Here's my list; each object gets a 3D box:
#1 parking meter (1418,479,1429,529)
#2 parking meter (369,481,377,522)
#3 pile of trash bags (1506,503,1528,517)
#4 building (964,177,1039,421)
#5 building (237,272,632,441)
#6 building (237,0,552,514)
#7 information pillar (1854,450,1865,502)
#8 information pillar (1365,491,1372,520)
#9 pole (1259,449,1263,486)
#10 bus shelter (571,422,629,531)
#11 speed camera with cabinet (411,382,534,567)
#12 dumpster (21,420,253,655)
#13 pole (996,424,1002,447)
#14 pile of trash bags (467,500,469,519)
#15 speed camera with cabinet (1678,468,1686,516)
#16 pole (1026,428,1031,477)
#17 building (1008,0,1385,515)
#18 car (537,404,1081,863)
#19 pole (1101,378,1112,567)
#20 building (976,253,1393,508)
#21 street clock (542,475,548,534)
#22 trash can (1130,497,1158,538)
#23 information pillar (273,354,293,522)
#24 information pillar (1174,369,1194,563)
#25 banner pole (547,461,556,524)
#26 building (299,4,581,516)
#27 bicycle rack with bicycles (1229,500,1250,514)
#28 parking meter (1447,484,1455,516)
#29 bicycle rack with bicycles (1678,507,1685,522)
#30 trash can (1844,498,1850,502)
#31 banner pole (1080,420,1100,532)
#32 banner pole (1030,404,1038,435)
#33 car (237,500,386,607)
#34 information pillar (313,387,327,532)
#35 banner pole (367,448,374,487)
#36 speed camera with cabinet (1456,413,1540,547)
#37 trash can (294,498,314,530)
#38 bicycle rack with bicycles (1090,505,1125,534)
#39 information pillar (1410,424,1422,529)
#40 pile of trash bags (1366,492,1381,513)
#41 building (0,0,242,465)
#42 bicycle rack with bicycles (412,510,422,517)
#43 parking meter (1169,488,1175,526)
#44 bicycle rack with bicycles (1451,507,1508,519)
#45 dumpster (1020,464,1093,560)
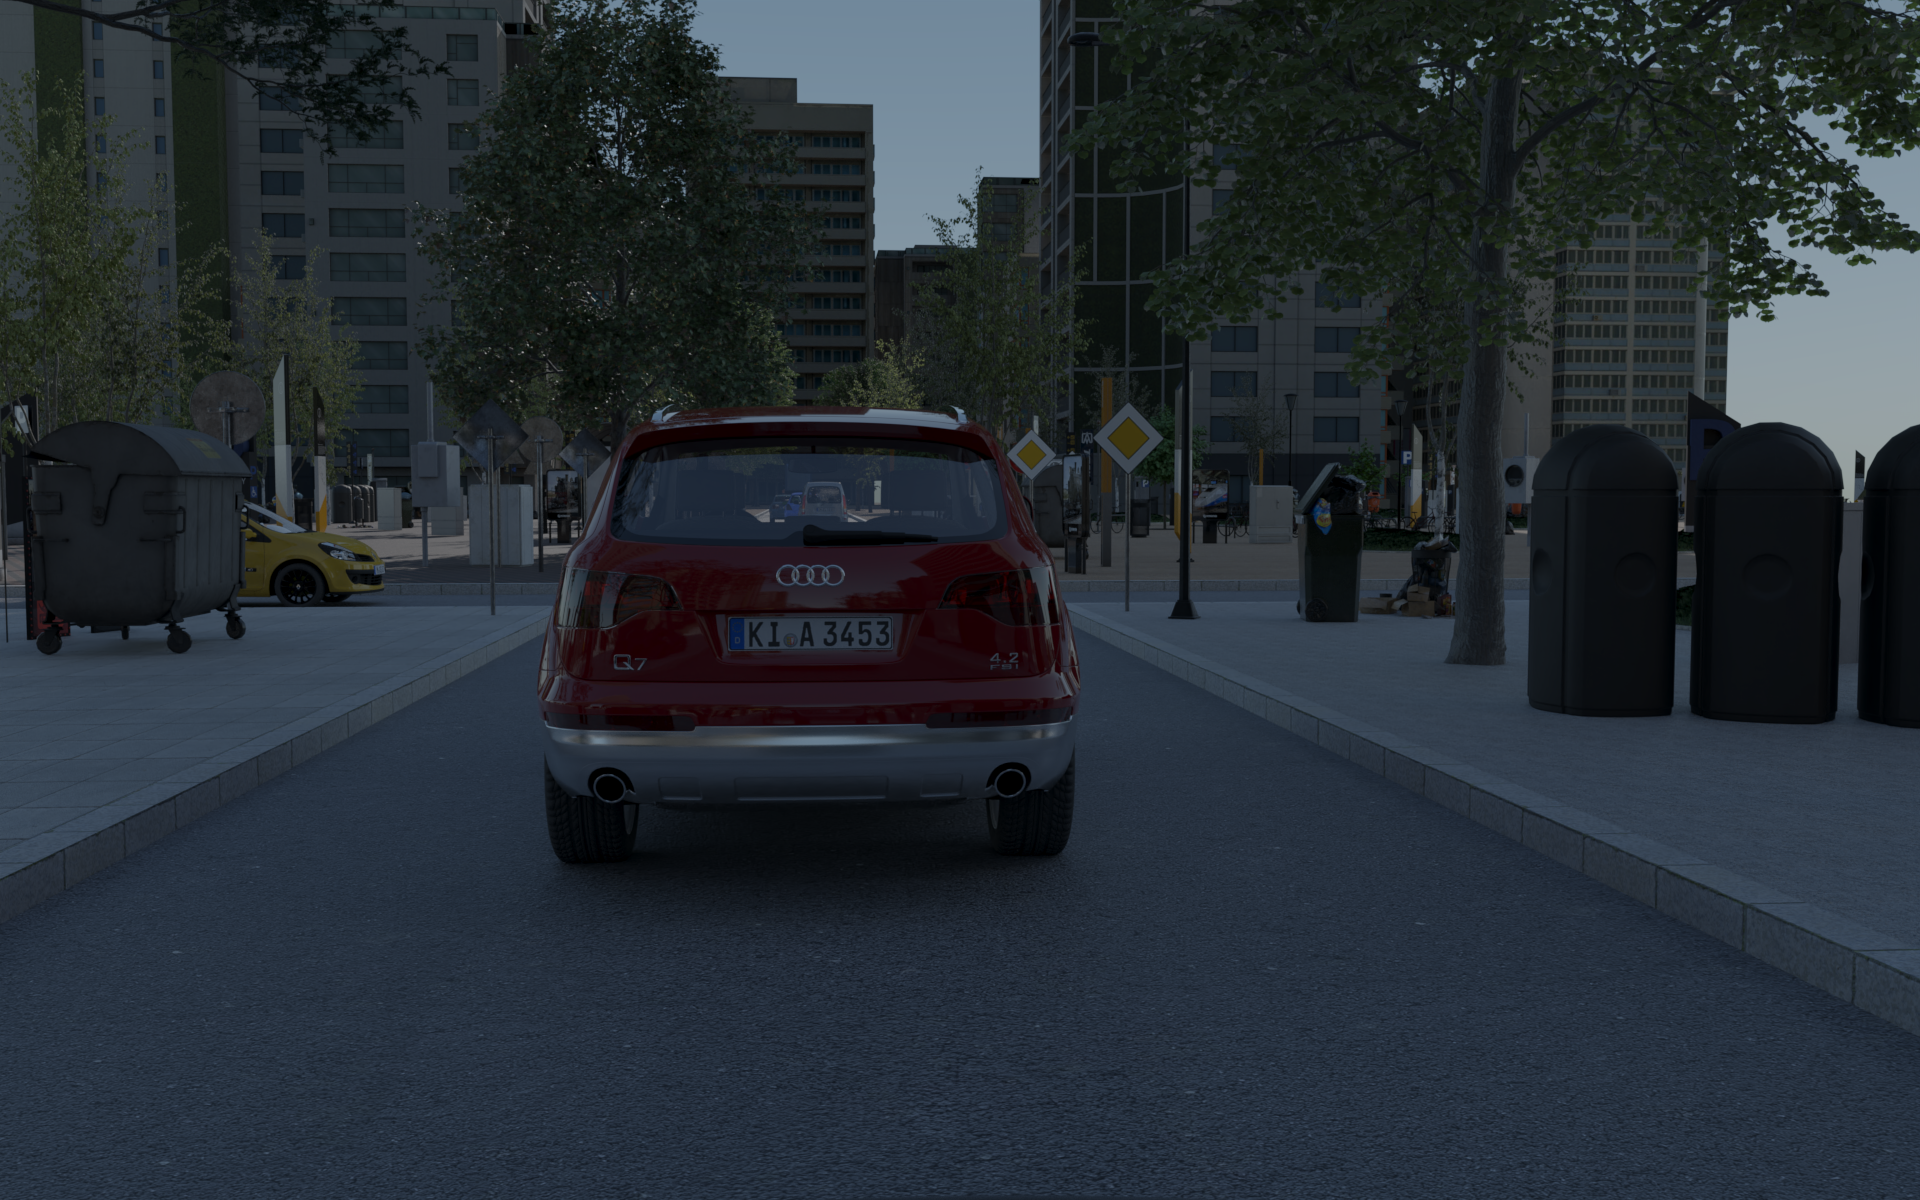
[{"bbox_3d":[17.178,-3.586,64.345,0.399,1.863,0.255,3,5,41],"label":"parking meter"},{"bbox_3d":[-27.268,-4.573,80.481,0.255,1.863,0.399,-2,4,-27],"label":"parking meter"},{"bbox_3d":[30.400,-4.952,90.723,3.447,1.369,1.912,2,4,32],"label":"pile of trash bags"},{"bbox_3d":[8.352,-23.792,160.692,14.160,30.474,14.107,0,4,-5],"label":"building"},{"bbox_3d":[-43.173,-18.672,150.321,28.899,21.520,27.650,0,4,-5],"label":"building"},{"bbox_3d":[-37.409,-41.842,122.373,20.563,71.187,20.611,0,4,-5],"label":"building"},{"bbox_3d":[47.210,-6.090,90.930,0.504,3.616,0.183,3,5,41],"label":"information pillar"},{"bbox_3d":[19.935,-4.901,84.621,0.304,2.012,0.304,1,4,21],"label":"information pillar"},{"bbox_3d":[13.664,-5.185,78.624,0.158,3.312,0.155,0,3,0],"label":"pole"},{"bbox_3d":[-10.104,-3.504,51.208,2.014,3.302,5.546,0,4,-5],"label":"bus shelter"},{"bbox_3d":[-8.657,-2.227,30.754,2.038,3.252,0.660,1,4,9],"label":"speed camera with cabinet"},{"bbox_3d":[-6.845,-0.535,14.514,1.264,1.857,1.865,0,4,-5],"label":"dumpster"},{"bbox_3d":[1.141,-3.477,50.691,0.158,3.312,0.155,0,3,0],"label":"pole"},{"bbox_3d":[-24.420,-4.973,91.058,3.447,1.369,1.912,1,4,10],"label":"pile of trash bags"},{"bbox_3d":[42.227,-6.425,99.377,0.660,3.252,2.038,-2,4,-26],"label":"speed camera with cabinet"},{"bbox_3d":[2.114,-3.656,53.626,0.158,3.312,0.155,0,3,0],"label":"pole"},{"bbox_3d":[14.525,-41.262,112.886,20.563,71.187,20.611,0,4,-5],"label":"building"},{"bbox_3d":[-0.701,0.021,8.329,2.281,1.827,5.304,0,4,-5],"label":"car"},{"bbox_3d":[2.575,-2.240,30.467,0.158,3.312,0.155,0,3,0],"label":"pole"},{"bbox_3d":[16.513,-18.028,139.803,27.650,21.520,28.899,0,4,-5],"label":"building"},{"bbox_3d":[-13.439,-3.142,55.943,0.358,2.002,0.471,-2,4,-25],"label":"street clock"},{"bbox_3d":[5.274,-2.406,50.991,0.748,1.137,0.748,0,3,0],"label":"trash can"},{"bbox_3d":[-11.453,-2.322,29.318,0.183,3.616,0.504,-3,5,-43],"label":"information pillar"},{"bbox_3d":[4.185,-2.510,32.386,0.183,3.616,0.504,3,5,39],"label":"information pillar"},{"bbox_3d":[-17.593,-5.122,73.754,0.401,3.779,0.863,2,4,28],"label":"banner pole"},{"bbox_3d":[-31.366,-20.493,106.766,14.160,30.474,14.107,0,4,-5],"label":"building"},{"bbox_3d":[16.014,-5.109,96.909,2.852,0.926,2.925,-2,4,-24],"label":"bicycle rack with bicycles"},{"bbox_3d":[28.758,-5.861,101.530,0.399,1.863,0.255,3,4,37],"label":"parking meter"},{"bbox_3d":[35.148,-4.478,86.595,2.925,0.926,2.852,0,4,-1],"label":"bicycle rack with bicycles"},{"bbox_3d":[29.677,-2.873,58.625,0.748,1.137,0.748,0,3,0],"label":"trash can"},{"bbox_3d":[4.481,-4.217,58.965,0.863,3.779,0.401,1,4,14],"label":"banner pole"},{"bbox_3d":[2.077,-3.572,48.427,0.401,3.779,0.863,1,4,19],"label":"banner pole"},{"bbox_3d":[-9.456,-0.731,22.180,3.980,1.641,2.015,0,4,-5],"label":"car"},{"bbox_3d":[-14.054,-2.855,38.032,0.183,3.616,0.504,0,4,-1],"label":"information pillar"},{"bbox_3d":[-32.091,-6.388,94.455,0.863,3.779,0.401,3,5,42],"label":"banner pole"},{"bbox_3d":[13.267,-2.964,42.798,0.660,3.252,2.038,-3,4,-37],"label":"speed camera with cabinet"},{"bbox_3d":[-21.509,-2.753,56.658,0.748,1.137,0.748,0,3,0],"label":"trash can"},{"bbox_3d":[4.206,-2.646,56.652,2.852,0.926,2.925,3,4,38],"label":"bicycle rack with bicycles"},{"bbox_3d":[15.302,-4.083,58.104,0.504,3.616,0.183,-3,5,-39],"label":"information pillar"},{"bbox_3d":[17.250,-4.161,77.793,3.447,1.369,1.912,-1,4,-11],"label":"pile of trash bags"},{"bbox_3d":[-72.918,-37.156,149.497,28.212,58.520,21.231,0,4,-5],"label":"building"},{"bbox_3d":[-31.284,-5.135,97.337,2.852,0.926,2.925,-1,4,-18],"label":"bicycle rack with bicycles"},{"bbox_3d":[8.696,-3.787,70.329,0.372,1.533,0.369,0,3,0],"label":"parking meter"},{"bbox_3d":[23.725,-4.028,79.245,2.852,0.926,2.925,0,4,-1],"label":"bicycle rack with bicycles"},{"bbox_3d":[1.931,-1.757,34.480,1.264,1.857,1.865,0,4,-5],"label":"dumpster"}]
